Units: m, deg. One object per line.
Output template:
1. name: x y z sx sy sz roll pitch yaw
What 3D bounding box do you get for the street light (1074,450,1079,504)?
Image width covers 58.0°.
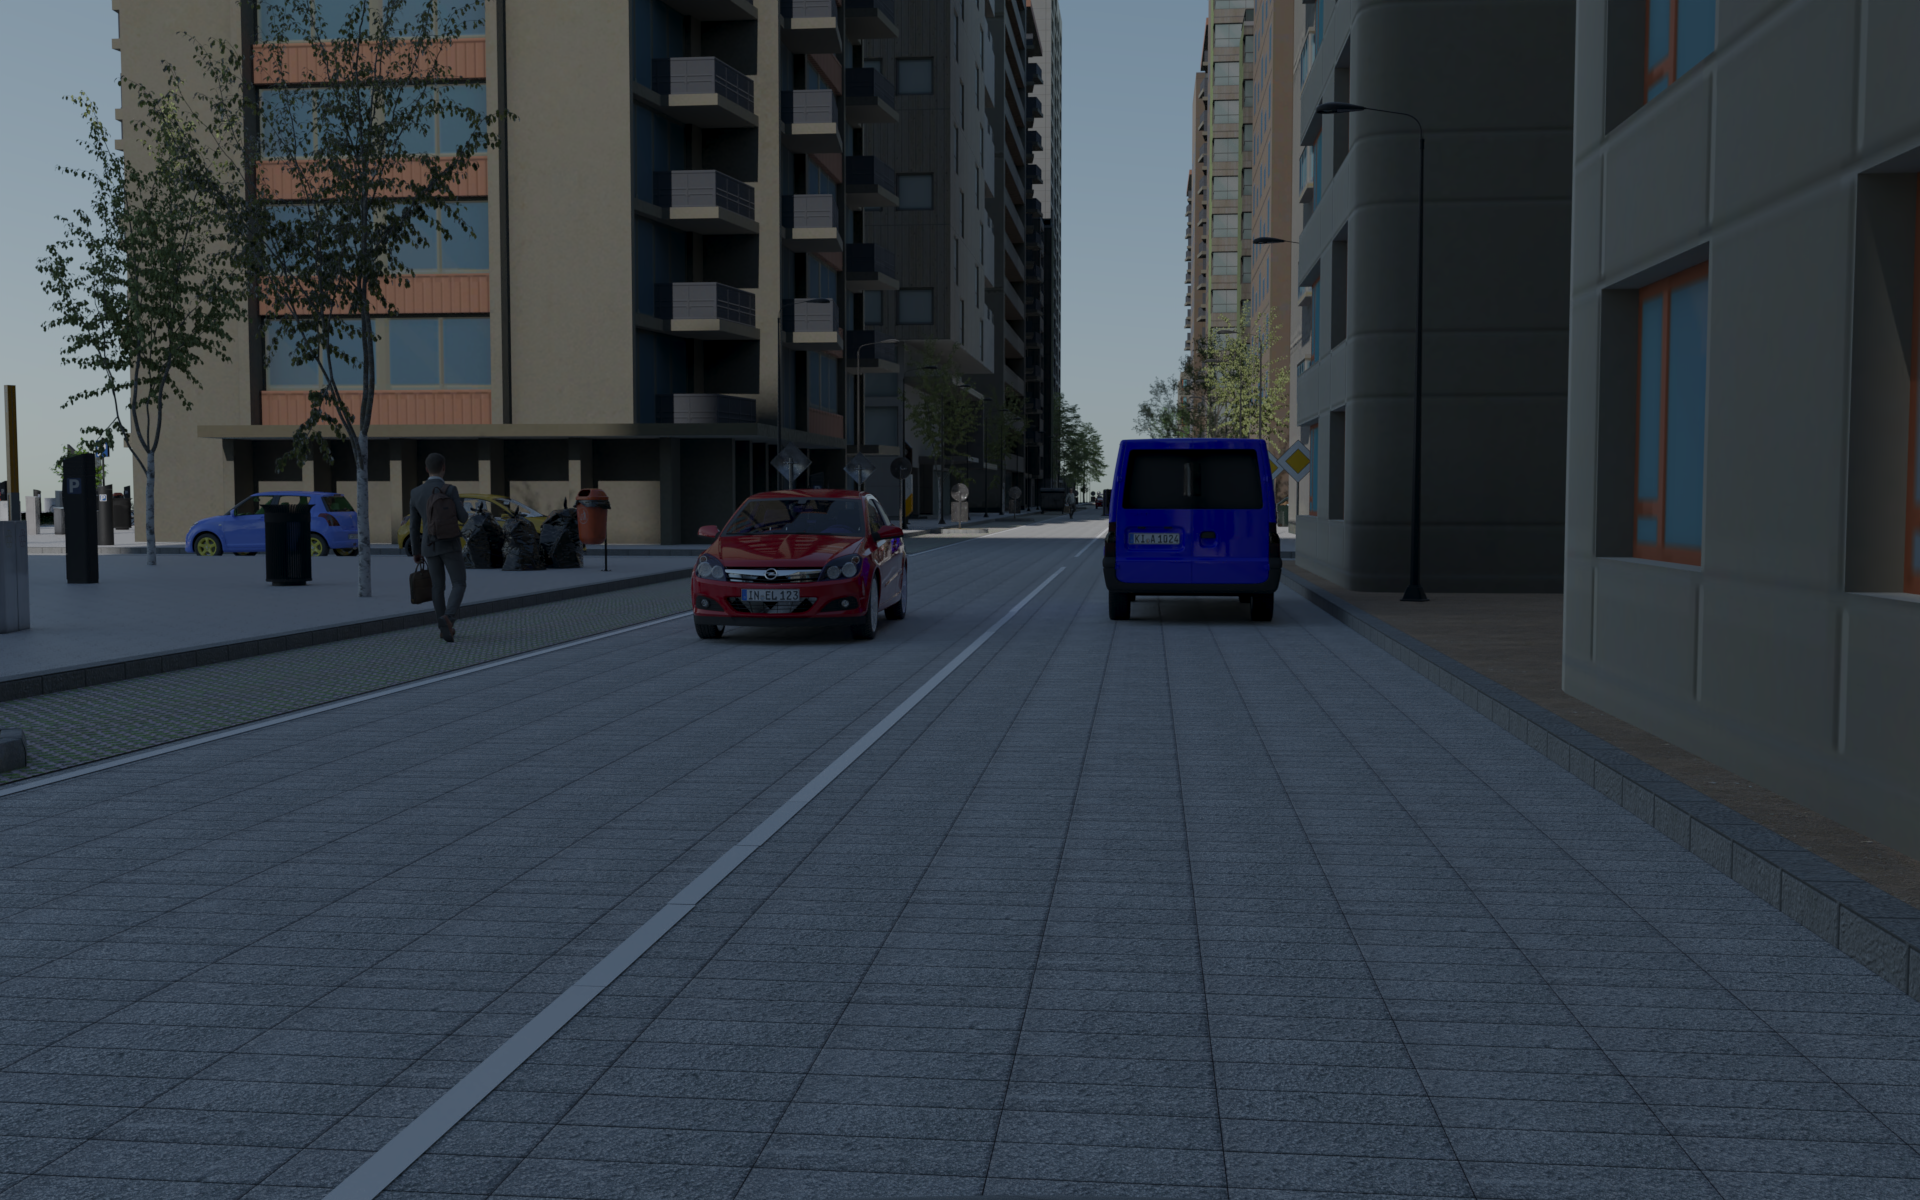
1. street light: 11.593 -12.908 183.593 1.470 5.913 1.316 0 4 6

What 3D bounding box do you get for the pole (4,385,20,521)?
1. pole: -17.744 -2.361 32.442 0.158 3.312 0.155 0 3 0

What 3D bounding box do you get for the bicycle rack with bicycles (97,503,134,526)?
1. bicycle rack with bicycles: -34.182 -3.485 70.367 2.925 0.926 2.852 -1 4 -17

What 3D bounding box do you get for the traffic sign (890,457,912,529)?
1. traffic sign: -2.055 -3.657 59.905 0.768 2.556 0.104 1 4 12

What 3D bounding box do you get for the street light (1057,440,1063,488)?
1. street light: 7.897 -10.857 150.058 1.470 5.913 1.316 0 4 6

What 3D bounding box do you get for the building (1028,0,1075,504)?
1. building: 6.659 -49.924 254.510 20.563 71.187 20.611 0 4 6

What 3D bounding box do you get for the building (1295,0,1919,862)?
1. building: 18.291 -10.396 15.009 27.650 21.520 28.899 0 4 6

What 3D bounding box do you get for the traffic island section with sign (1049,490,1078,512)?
1. traffic island section with sign: 8.243 -8.016 139.697 1.989 1.847 2.006 0 4 6

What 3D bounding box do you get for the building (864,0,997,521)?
1. building: -12.380 -30.978 95.726 28.713 52.752 27.495 0 4 6

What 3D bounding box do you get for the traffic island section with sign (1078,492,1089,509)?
1. traffic island section with sign: 11.200 -9.692 167.085 1.989 1.847 2.006 0 4 6

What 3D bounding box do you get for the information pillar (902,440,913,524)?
1. information pillar: -2.220 -5.002 73.131 0.504 3.616 0.183 3 4 38

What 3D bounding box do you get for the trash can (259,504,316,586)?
1. trash can: -9.432 -0.775 24.319 0.748 1.137 0.748 0 3 0

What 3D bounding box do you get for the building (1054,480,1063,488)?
1. building: -3.671 -31.898 213.415 32.217 40.220 23.993 0 4 6

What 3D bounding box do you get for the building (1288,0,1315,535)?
1. building: 20.883 -26.112 50.638 21.600 48.544 21.300 0 4 6

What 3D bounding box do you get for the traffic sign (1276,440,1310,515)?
1. traffic sign: 6.253 -1.740 32.094 0.795 2.450 0.064 0 4 6

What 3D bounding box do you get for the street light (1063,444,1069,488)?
1. street light: 9.186 -11.580 161.868 1.470 5.913 1.316 0 4 6

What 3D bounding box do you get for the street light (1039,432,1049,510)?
1. street light: 5.654 -9.549 128.672 1.470 5.913 1.316 0 4 6

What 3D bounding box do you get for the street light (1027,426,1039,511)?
1. street light: 4.433 -8.883 117.776 1.470 5.913 1.316 0 4 6

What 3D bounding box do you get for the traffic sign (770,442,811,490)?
1. traffic sign: -3.234 -1.804 33.136 0.795 2.450 0.064 0 4 6

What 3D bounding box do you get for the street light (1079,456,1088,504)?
1. street light: 14.604 -14.595 211.172 1.470 5.913 1.316 0 4 6

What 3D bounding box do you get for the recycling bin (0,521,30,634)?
1. recycling bin: -9.164 -0.218 16.113 0.722 1.027 0.722 -1 4 -10

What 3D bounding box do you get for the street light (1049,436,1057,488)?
1. street light: 6.801 -10.203 139.362 1.470 5.913 1.316 0 4 6

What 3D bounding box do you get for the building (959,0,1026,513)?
1. building: -6.523 -30.814 127.504 21.300 48.544 21.600 0 4 6

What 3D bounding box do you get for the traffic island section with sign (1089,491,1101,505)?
1. traffic island section with sign: 17.163 -13.069 222.300 1.989 1.847 2.006 0 4 6

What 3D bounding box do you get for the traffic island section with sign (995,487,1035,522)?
1. traffic island section with sign: 2.905 -4.994 90.280 1.989 1.847 2.006 0 4 6

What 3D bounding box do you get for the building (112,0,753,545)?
1. building: -13.996 -24.562 56.207 22.147 44.769 28.867 0 4 6

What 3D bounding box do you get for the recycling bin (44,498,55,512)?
1. recycling bin: -61.186 -6.358 116.510 0.722 1.027 0.722 -2 4 -26

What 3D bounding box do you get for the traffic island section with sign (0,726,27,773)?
1. traffic island section with sign: -5.911 -0.001 8.642 1.989 1.847 2.006 0 4 6

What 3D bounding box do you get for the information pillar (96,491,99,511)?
1. information pillar: -44.160 -5.135 88.443 0.304 2.012 0.304 1 4 11

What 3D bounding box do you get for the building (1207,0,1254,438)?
1. building: 24.688 -26.859 122.737 14.154 41.232 14.086 0 4 6

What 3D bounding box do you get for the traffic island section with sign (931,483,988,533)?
1. traffic island section with sign: 0.013 -3.355 63.480 1.989 1.847 2.006 0 4 6

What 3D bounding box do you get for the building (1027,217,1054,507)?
1. building: 2.100 -24.660 174.898 14.160 30.474 14.107 0 4 6

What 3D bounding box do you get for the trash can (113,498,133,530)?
1. trash can: -30.001 -3.079 61.999 0.748 1.137 0.748 0 3 0

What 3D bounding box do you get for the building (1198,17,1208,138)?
1. building: 33.027 -30.816 158.469 22.147 44.769 28.867 0 4 6

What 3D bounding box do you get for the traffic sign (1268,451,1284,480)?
1. traffic sign: 7.110 -2.226 40.034 0.795 2.450 0.064 0 4 6

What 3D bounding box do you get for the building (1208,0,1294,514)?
1. building: 26.773 -29.810 137.507 14.600 45.320 14.200 0 4 6

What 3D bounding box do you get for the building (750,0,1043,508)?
1. building: -4.145 -30.516 153.562 22.147 44.769 28.867 0 4 6

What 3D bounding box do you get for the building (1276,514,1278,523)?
1. building: 21.001 -26.306 80.218 14.600 45.320 14.200 0 4 6

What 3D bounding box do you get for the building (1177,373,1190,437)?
1. building: 46.426 -25.227 257.502 27.650 21.520 28.899 0 4 6

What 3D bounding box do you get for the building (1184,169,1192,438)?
1. building: 40.822 -35.093 228.399 22.147 44.769 28.867 0 4 6

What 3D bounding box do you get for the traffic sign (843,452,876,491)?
1. traffic sign: -2.377 -2.289 41.075 0.795 2.450 0.064 0 4 6

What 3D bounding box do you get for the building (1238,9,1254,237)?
1. building: 24.055 -20.481 106.572 14.160 30.474 14.107 0 4 6

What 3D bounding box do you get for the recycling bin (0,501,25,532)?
1. recycling bin: -34.565 -3.072 62.777 0.722 1.027 0.722 0 4 0

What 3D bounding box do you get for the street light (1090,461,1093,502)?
1. street light: 16.832 -15.956 233.421 1.470 5.913 1.316 0 4 6

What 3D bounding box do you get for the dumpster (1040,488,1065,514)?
1. dumpster: 6.609 -7.043 123.367 1.865 1.857 1.264 0 4 5

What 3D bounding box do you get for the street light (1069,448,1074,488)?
1. street light: 10.402 -12.255 172.907 1.470 5.913 1.316 0 4 6

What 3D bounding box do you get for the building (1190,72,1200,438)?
1. building: 31.186 -32.434 180.399 14.600 45.320 14.200 0 4 6

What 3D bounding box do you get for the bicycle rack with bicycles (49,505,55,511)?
1. bicycle rack with bicycles: -55.135 -5.812 108.401 2.925 0.926 2.852 -1 4 -16
